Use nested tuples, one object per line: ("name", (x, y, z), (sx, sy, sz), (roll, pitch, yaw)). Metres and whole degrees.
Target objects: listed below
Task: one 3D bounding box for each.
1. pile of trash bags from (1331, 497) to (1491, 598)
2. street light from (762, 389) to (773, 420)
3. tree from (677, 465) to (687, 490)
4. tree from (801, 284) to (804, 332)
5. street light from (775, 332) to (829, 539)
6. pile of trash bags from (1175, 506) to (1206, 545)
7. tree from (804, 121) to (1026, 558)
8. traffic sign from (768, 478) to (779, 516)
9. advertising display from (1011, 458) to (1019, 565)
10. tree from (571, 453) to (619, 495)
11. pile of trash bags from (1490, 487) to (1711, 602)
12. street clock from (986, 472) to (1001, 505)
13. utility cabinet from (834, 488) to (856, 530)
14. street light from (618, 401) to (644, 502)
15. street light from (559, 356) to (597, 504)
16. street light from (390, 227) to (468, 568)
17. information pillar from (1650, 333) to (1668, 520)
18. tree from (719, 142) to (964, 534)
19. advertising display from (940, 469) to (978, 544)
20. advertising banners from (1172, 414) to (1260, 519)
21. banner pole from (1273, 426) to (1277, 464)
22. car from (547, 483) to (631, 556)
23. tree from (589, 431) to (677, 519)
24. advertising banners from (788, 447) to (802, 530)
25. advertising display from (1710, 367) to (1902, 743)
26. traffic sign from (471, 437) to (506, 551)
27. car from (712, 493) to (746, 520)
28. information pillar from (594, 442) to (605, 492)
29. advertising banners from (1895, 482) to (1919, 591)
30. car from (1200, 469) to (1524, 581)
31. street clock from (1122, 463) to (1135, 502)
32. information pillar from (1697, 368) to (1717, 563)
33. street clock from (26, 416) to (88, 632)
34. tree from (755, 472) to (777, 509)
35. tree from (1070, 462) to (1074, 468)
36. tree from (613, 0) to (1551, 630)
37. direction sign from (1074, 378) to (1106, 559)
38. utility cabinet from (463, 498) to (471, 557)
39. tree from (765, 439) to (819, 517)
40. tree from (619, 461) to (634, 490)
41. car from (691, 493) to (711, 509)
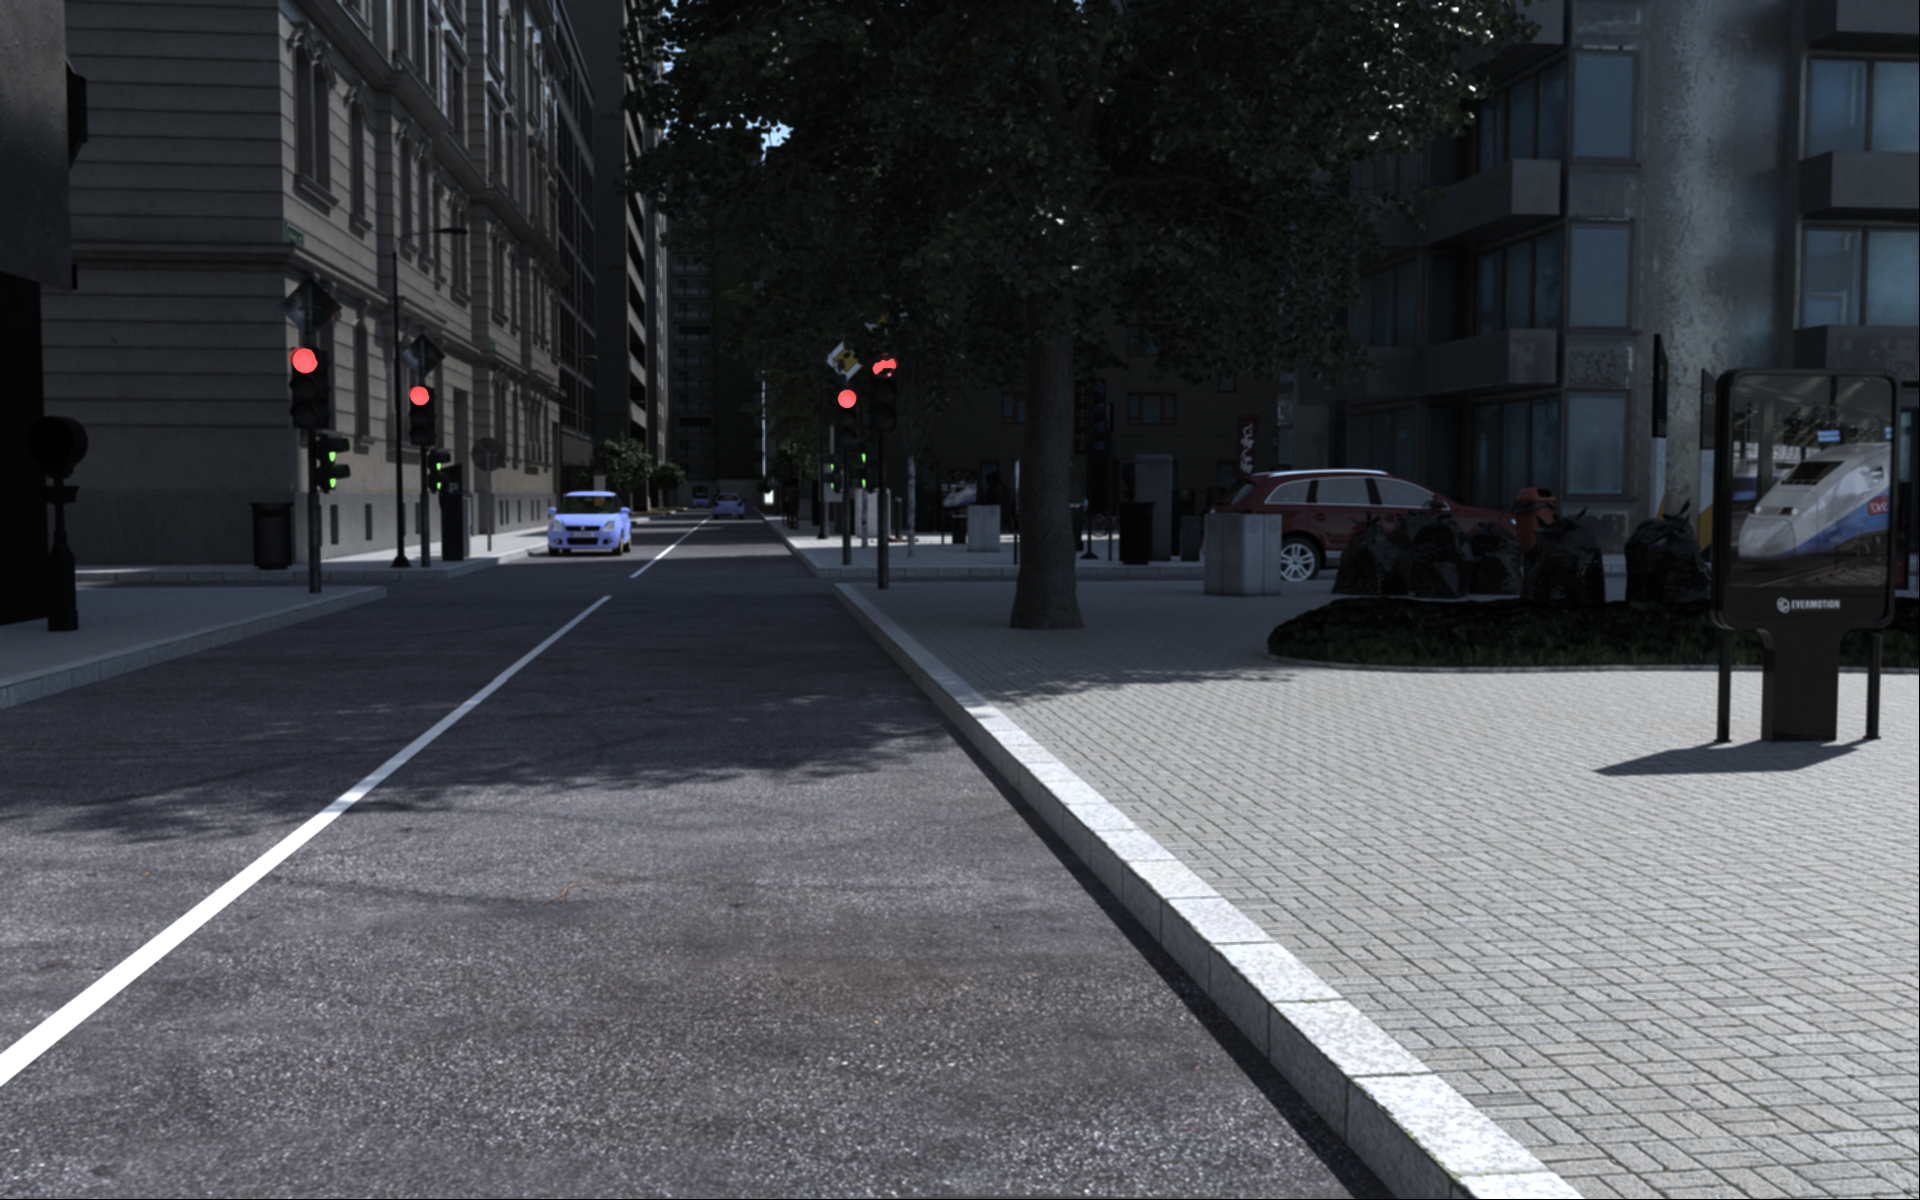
("pile of trash bags", (6.604, -0.789, 22.653), (3.447, 1.369, 1.912), (-2, 4, -35))
("street light", (-8.044, -6.389, 77.005), (1.470, 5.913, 1.316), (0, 4, -7))
("tree", (-26.100, -10.446, 154.499), (4.285, 4.588, 4.351), (0, 3, 0))
("tree", (-2.083, -5.541, 40.966), (4.360, 8.622, 3.978), (0, 3, 0))
("street light", (-4.446, -4.673, 48.951), (1.470, 5.913, 1.316), (0, 4, -7))
("pile of trash bags", (6.400, -2.148, 44.867), (1.912, 1.369, 3.447), (2, 4, 31))
("tree", (-0.741, -5.162, 34.765), (4.360, 8.622, 3.978), (0, 3, 0))
("traffic sign", (-10.769, -6.153, 100.705), (0.768, 2.556, 0.104), (0, 4, -5))
("advertising display", (1.391, -1.611, 31.547), (0.974, 1.923, 0.123), (-2, 4, -25))
("tree", (-17.177, -5.281, 80.946), (1.663, 3.219, 1.824), (0, 3, 0))
("pile of trash bags", (7.376, -0.478, 17.575), (3.447, 1.369, 1.912), (2, 4, 28))
("street clock", (1.069, -3.131, 55.764), (0.471, 2.002, 0.358), (0, 4, -1))
("utility cabinet", (-3.882, -3.168, 60.476), (0.318, 1.500, 1.173), (3, 5, 43))
("street light", (-16.492, -6.978, 86.629), (1.470, 5.913, 1.316), (0, 4, -7))
("street light", (-12.898, -5.248, 58.342), (1.470, 5.913, 1.316), (0, 4, -7))
("street light", (-9.252, -3.528, 30.220), (1.470, 5.913, 1.316), (0, 4, -7))
("information pillar", (10.292, -2.090, 25.531), (0.183, 3.616, 0.504), (3, 4, 37))
("tree", (-3.755, -8.406, 55.567), (7.486, 12.596, 7.792), (0, 3, 0))
("advertising display", (-0.018, -2.414, 44.689), (0.974, 1.923, 0.123), (0, 4, 4))
("advertising banners", (5.710, -2.599, 38.676), (2.074, 3.025, 0.090), (2, 4, 32))
("banner pole", (11.529, -4.479, 63.242), (0.401, 3.779, 0.863), (2, 4, 24))
("car", (-8.817, -1.941, 41.326), (1.945, 1.707, 3.694), (0, 4, -6))
("tree", (-17.427, -6.467, 89.452), (4.285, 4.588, 4.351), (0, 3, 0))
("advertising banners", (-5.942, -4.056, 62.500), (0.090, 3.025, 2.074), (-1, 4, -18))
("advertising display", (4.375, -0.230, 8.978), (0.974, 1.923, 0.123), (-1, 4, -9))
("traffic sign", (-10.571, -2.369, 38.843), (0.768, 2.556, 0.104), (0, 4, -1))
("car", (-13.107, -5.422, 98.236), (1.945, 1.707, 3.694), (0, 4, -6))
("information pillar", (-16.040, -5.245, 77.106), (0.504, 3.616, 0.183), (0, 4, 0))
("advertising banners", (12.668, -1.659, 23.320), (0.090, 3.025, 2.074), (0, 4, 2))
("car", (6.507, -1.154, 27.542), (5.304, 1.827, 2.281), (0, 4, -6))
("street clock", (3.935, -2.166, 39.987), (0.358, 2.002, 0.471), (2, 4, 34))
("information pillar", (14.048, -2.509, 32.373), (0.504, 3.616, 0.183), (0, 4, -4))
("street clock", (-8.419, -0.711, 16.199), (0.471, 2.002, 0.358), (0, 4, 5))
("tree", (-18.865, -10.602, 167.950), (1.663, 3.219, 1.824), (0, 3, 0))
("tree", (2.495, -3.427, 50.635), (1.663, 3.219, 1.824), (0, 3, 0))
("tree", (0.902, -6.711, 16.378), (9.857, 13.997, 8.962), (0, 3, 0))
("direction sign", (2.567, -2.584, 34.238), (0.379, 3.537, 0.876), (-3, 4, -39))
("utility cabinet", (-10.193, -1.491, 35.533), (0.306, 1.237, 1.020), (-1, 4, -13))
("tree", (-9.179, -6.941, 97.192), (4.285, 4.588, 4.351), (0, 3, 0))
("tree", (-16.780, -5.440, 83.551), (1.663, 3.219, 1.824), (0, 3, 0))
("car", (-25.614, -9.892, 171.331), (1.945, 1.707, 3.694), (0, 4, -7))
